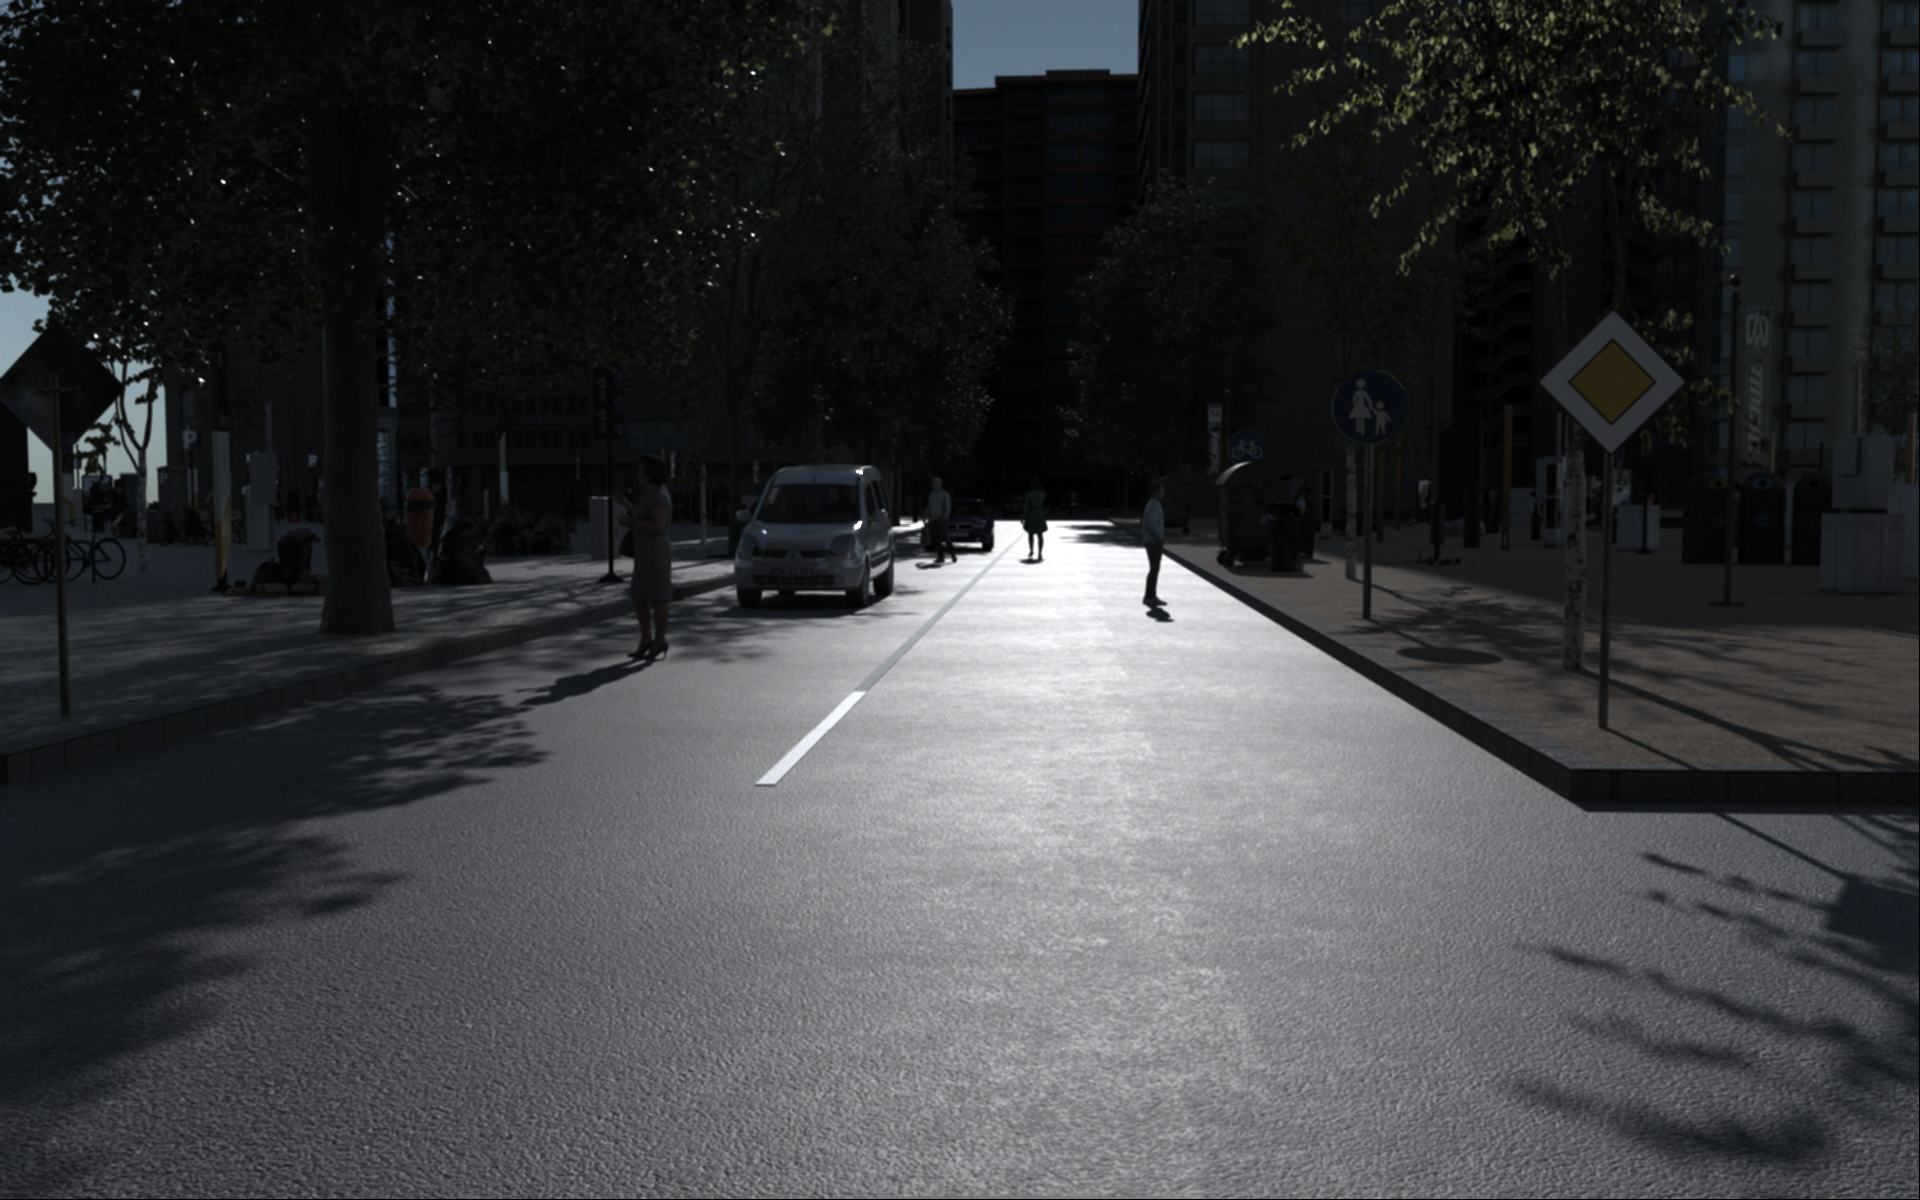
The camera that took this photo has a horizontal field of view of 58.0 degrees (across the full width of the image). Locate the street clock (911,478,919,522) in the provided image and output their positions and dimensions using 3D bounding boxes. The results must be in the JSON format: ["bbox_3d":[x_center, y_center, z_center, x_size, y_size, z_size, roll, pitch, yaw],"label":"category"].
[{"bbox_3d":[-2.025,-4.512,78.336,0.358,2.002,0.471,-1,4,-14],"label":"street clock"}]

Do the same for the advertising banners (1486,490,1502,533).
[{"bbox_3d":[16.691,-3.682,56.396,2.074,3.025,0.090,-1,4,-11],"label":"advertising banners"}]

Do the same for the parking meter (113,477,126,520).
[{"bbox_3d":[-29.185,-3.329,60.137,0.399,1.863,0.255,-2,4,-26],"label":"parking meter"}]

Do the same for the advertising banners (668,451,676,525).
[{"bbox_3d":[-12.139,-4.601,71.418,0.090,3.025,2.074,-2,4,-35],"label":"advertising banners"}]

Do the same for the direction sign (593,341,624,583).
[{"bbox_3d":[-5.087,-2.028,25.159,0.379,3.537,0.876,1,4,16],"label":"direction sign"}]

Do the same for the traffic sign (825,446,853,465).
[{"bbox_3d":[-3.185,-2.779,45.551,0.768,2.556,0.104,1,4,10],"label":"traffic sign"}]

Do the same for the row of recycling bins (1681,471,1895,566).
[{"bbox_3d":[15.026,-1.490,31.467,3.534,1.692,1.069,2,4,26],"label":"row of recycling bins"}]

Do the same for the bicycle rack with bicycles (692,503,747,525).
[{"bbox_3d":[-10.034,-3.597,72.198,2.852,0.926,2.925,0,4,-2],"label":"bicycle rack with bicycles"}]

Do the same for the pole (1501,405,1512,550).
[{"bbox_3d":[12.514,-2.800,39.630,0.158,3.312,0.155,0,3,0],"label":"pole"}]

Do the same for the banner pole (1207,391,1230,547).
[{"bbox_3d":[6.285,-3.176,41.950,0.863,3.779,0.401,-2,4,-32],"label":"banner pole"}]

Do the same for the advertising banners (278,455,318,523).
[{"bbox_3d":[-29.998,-5.004,78.009,2.074,3.025,0.090,-1,4,-13],"label":"advertising banners"}]

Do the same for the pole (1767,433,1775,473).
[{"bbox_3d":[26.916,-3.895,57.518,0.158,3.312,0.155,0,3,0],"label":"pole"}]

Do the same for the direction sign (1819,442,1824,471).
[{"bbox_3d":[37.897,-5.156,76.290,0.379,3.537,0.876,1,4,18],"label":"direction sign"}]

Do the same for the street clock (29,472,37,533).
[{"bbox_3d":[-30.885,-3.244,57.615,0.471,2.002,0.358,3,5,44],"label":"street clock"}]

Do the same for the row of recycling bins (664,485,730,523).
[{"bbox_3d":[-12.008,-4.272,76.955,3.534,1.692,1.069,-1,4,-13],"label":"row of recycling bins"}]

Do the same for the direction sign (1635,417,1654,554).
[{"bbox_3d":[14.654,-2.752,36.990,0.379,3.537,0.876,1,4,8],"label":"direction sign"}]

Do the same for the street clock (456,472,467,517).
[{"bbox_3d":[-16.412,-3.212,57.086,0.358,2.002,0.471,-3,4,-36],"label":"street clock"}]

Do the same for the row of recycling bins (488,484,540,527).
[{"bbox_3d":[-17.712,-3.785,69.003,1.069,1.692,3.534,1,4,11],"label":"row of recycling bins"}]

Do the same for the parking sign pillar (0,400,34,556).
[{"bbox_3d":[-20.404,-2.938,36.507,1.447,3.967,1.447,3,5,41],"label":"parking sign pillar"}]

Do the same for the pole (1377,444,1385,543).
[{"bbox_3d":[11.138,-3.179,45.823,0.158,3.312,0.155,0,3,0],"label":"pole"}]

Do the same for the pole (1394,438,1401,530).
[{"bbox_3d":[15.656,-4.164,61.926,0.158,3.312,0.155,0,3,0],"label":"pole"}]

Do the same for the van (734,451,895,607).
[{"bbox_3d":[-1.896,-0.999,23.346,2.013,2.044,4.112,0,4,5],"label":"van"}]

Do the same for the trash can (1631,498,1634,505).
[{"bbox_3d":[27.270,-3.633,71.058,0.748,1.137,0.748,0,3,0],"label":"trash can"}]

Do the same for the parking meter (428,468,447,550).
[{"bbox_3d":[-11.917,-2.070,39.551,0.399,1.863,0.255,-1,4,-10],"label":"parking meter"}]

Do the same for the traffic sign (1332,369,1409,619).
[{"bbox_3d":[4.199,-1.082,17.798,0.768,2.556,0.104,1,4,11],"label":"traffic sign"}]

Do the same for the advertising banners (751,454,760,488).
[{"bbox_3d":[-8.479,-4.935,76.876,0.090,3.025,2.074,3,5,43],"label":"advertising banners"}]

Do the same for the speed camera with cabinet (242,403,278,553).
[{"bbox_3d":[-15.543,-2.694,38.377,0.660,3.252,2.038,-2,4,-26],"label":"speed camera with cabinet"}]

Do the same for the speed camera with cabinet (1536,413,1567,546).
[{"bbox_3d":[14.725,-2.967,42.852,0.660,3.252,2.038,2,4,29],"label":"speed camera with cabinet"}]

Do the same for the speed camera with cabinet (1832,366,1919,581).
[{"bbox_3d":[14.241,-1.951,26.238,0.660,3.252,2.038,-1,4,-18],"label":"speed camera with cabinet"}]

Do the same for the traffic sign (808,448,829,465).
[{"bbox_3d":[-3.815,-2.902,47.558,0.768,2.556,0.104,1,4,9],"label":"traffic sign"}]

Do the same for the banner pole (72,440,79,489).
[{"bbox_3d":[-40.536,-5.449,79.112,0.863,3.779,0.401,-2,4,-35],"label":"banner pole"}]

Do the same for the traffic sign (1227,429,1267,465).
[{"bbox_3d":[5.654,-2.084,34.182,0.768,2.556,0.104,0,4,5],"label":"traffic sign"}]

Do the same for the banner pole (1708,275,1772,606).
[{"bbox_3d":[9.068,-1.834,19.997,0.863,3.779,0.401,-2,4,-27],"label":"banner pole"}]

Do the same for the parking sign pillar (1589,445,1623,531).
[{"bbox_3d":[22.717,-4.392,60.285,1.447,3.967,1.447,2,4,32],"label":"parking sign pillar"}]

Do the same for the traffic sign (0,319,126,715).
[{"bbox_3d":[-5.196,-0.389,10.001,0.795,2.450,0.064,0,4,3],"label":"traffic sign"}]

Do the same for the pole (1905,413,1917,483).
[{"bbox_3d":[23.883,-3.040,43.541,0.158,3.312,0.155,0,3,0],"label":"pole"}]

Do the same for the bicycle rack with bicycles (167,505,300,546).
[{"bbox_3d":[-18.770,-1.846,43.571,2.852,0.926,2.925,3,5,42],"label":"bicycle rack with bicycles"}]

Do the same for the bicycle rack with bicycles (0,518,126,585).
[{"bbox_3d":[-13.630,-0.718,25.117,2.852,0.926,2.925,3,5,43],"label":"bicycle rack with bicycles"}]

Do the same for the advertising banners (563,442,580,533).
[{"bbox_3d":[-12.876,-3.753,57.548,0.090,3.025,2.074,0,4,2],"label":"advertising banners"}]

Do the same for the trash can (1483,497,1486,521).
[{"bbox_3d":[25.019,-4.304,82.027,0.748,1.137,0.748,0,3,0],"label":"trash can"}]

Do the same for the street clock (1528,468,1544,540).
[{"bbox_3d":[15.971,-2.656,47.988,0.471,2.002,0.358,-2,4,-24],"label":"street clock"}]

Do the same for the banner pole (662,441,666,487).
[{"bbox_3d":[-14.107,-5.663,82.605,0.401,3.779,0.863,-2,4,-24],"label":"banner pole"}]

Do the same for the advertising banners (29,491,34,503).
[{"bbox_3d":[-38.853,-4.545,70.499,0.090,3.025,2.074,3,5,43],"label":"advertising banners"}]

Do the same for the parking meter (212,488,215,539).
[{"bbox_3d":[-20.987,-2.491,49.142,0.372,1.533,0.369,0,3,0],"label":"parking meter"}]

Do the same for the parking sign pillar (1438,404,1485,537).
[{"bbox_3d":[15.159,-3.910,52.397,1.447,3.967,1.447,3,4,36],"label":"parking sign pillar"}]

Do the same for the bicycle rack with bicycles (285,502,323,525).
[{"bbox_3d":[-31.578,-4.099,80.398,2.852,0.926,2.925,2,4,27],"label":"bicycle rack with bicycles"}]

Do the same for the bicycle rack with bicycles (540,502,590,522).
[{"bbox_3d":[-18.034,-4.086,80.192,2.925,0.926,2.852,2,4,27],"label":"bicycle rack with bicycles"}]

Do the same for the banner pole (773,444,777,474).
[{"bbox_3d":[-6.824,-4.516,63.861,0.401,3.779,0.863,0,4,3],"label":"banner pole"}]

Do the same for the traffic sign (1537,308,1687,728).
[{"bbox_3d":[3.531,-0.356,9.458,0.795,2.450,0.064,0,4,3],"label":"traffic sign"}]
